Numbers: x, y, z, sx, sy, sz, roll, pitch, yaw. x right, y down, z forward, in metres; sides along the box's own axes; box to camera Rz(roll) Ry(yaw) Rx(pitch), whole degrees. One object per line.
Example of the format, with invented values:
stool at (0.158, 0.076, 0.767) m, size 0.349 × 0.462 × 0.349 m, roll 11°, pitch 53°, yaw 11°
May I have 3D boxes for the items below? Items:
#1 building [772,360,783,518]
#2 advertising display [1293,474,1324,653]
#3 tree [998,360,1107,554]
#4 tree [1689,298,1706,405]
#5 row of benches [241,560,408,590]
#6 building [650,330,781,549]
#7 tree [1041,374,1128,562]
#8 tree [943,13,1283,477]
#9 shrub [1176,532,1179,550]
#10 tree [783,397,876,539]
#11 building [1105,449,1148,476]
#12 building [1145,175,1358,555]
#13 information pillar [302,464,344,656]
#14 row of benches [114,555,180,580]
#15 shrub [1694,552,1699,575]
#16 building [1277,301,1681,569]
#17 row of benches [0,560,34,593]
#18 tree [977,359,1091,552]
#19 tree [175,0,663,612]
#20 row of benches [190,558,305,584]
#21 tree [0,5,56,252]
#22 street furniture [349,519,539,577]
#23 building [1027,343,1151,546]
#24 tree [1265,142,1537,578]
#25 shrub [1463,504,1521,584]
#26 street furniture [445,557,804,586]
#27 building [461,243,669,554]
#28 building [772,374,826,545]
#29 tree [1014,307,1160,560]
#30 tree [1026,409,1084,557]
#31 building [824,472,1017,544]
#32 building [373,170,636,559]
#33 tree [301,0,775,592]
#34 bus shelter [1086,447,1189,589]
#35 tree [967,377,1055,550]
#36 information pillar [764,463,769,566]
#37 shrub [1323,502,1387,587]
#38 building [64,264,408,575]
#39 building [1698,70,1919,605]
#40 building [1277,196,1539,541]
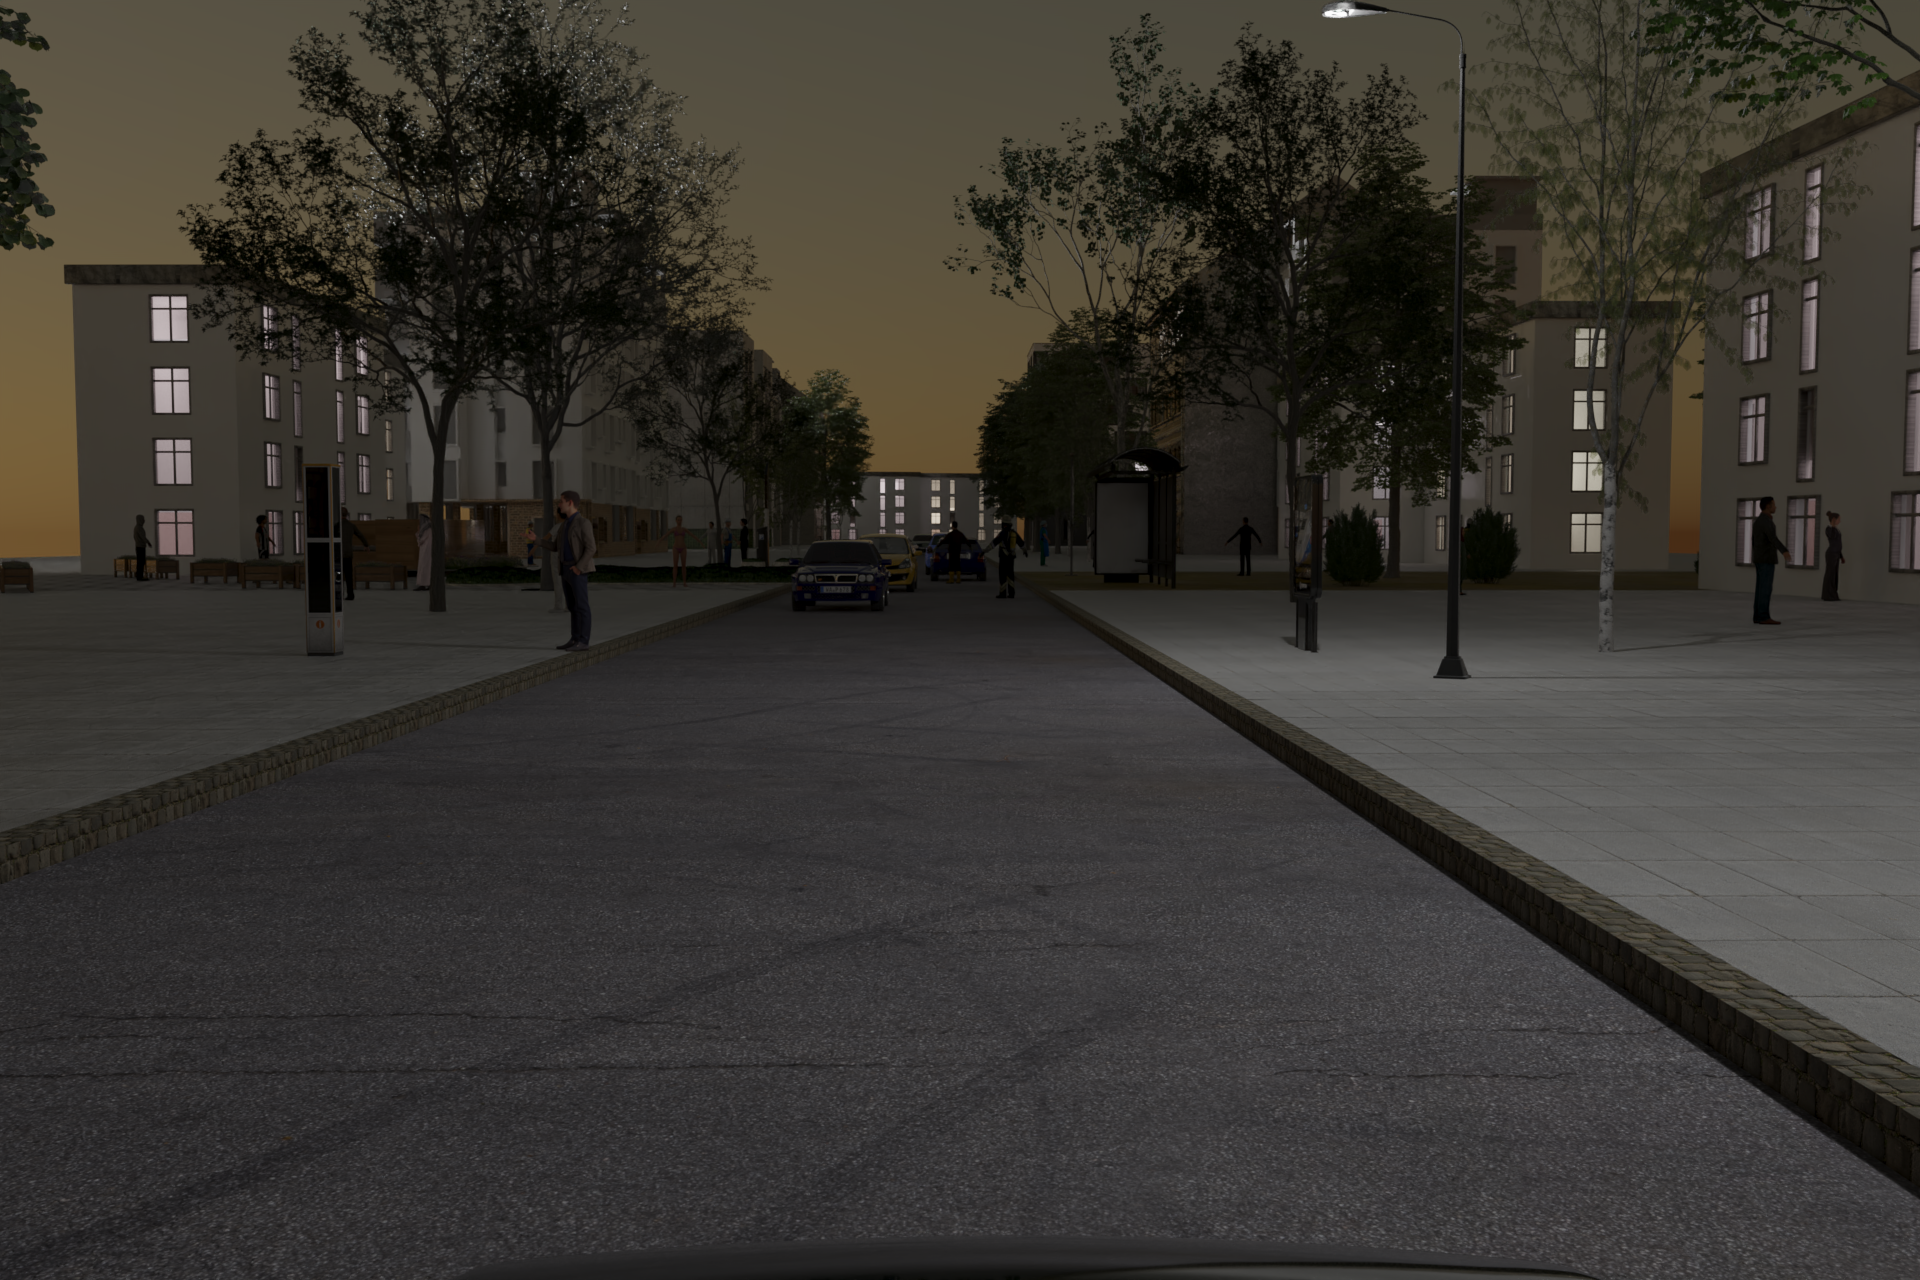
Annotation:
building at (-25.414, -20.190, 186.524) m, size 16.016 × 20.090 × 11.380 m, roll 0°, pitch 3°, yaw 0°
advertising display at (3.835, -0.851, 19.123) m, size 0.123 × 1.923 × 0.974 m, roll 0°, pitch 4°, yaw -1°
tree at (5.906, -11.830, 111.539) m, size 7.486 × 12.596 × 7.792 m, roll 0°, pitch 3°, yaw 0°
tree at (25.391, -8.160, 51.544) m, size 7.486 × 12.596 × 7.792 m, roll 0°, pitch 3°, yaw 0°
row of benches at (-14.933, -1.529, 40.465) m, size 4.104 × 0.672 × 1.422 m, roll 1°, pitch 4°, yaw 13°
building at (-27.214, -18.327, 166.097) m, size 16.747 × 18.905 × 31.486 m, roll 0°, pitch 4°, yaw 0°
tree at (6.016, -7.885, 79.289) m, size 4.360 × 8.622 × 3.978 m, roll 0°, pitch 3°, yaw 0°
tree at (5.727, -12.844, 65.892) m, size 12.611 × 20.169 × 13.585 m, roll 0°, pitch 3°, yaw 0°
shrub at (6.217, -3.152, 55.955) m, size 1.690 × 2.028 × 1.600 m, roll 0°, pitch 3°, yaw 0°
tree at (-9.914, -12.491, 129.982) m, size 9.928 × 11.665 × 9.643 m, roll 0°, pitch 3°, yaw 0°
building at (20.035, -13.890, 169.256) m, size 9.099 × 9.664 × 28.070 m, roll 0°, pitch 4°, yaw -1°
building at (22.919, -17.405, 115.504) m, size 19.493 × 23.208 × 18.063 m, roll 0°, pitch 4°, yaw 0°
information pillar at (-6.704, -0.841, 18.241) m, size 0.304 × 2.012 × 0.304 m, roll 0°, pitch 4°, yaw -1°
row of benches at (-23.704, -2.135, 50.364) m, size 1.422 × 0.672 × 4.104 m, roll -3°, pitch 5°, yaw -41°
shrub at (21.511, -2.353, 49.585) m, size 1.383 × 1.207 × 1.383 m, roll 0°, pitch 3°, yaw 0°
building at (21.215, -8.217, 76.500) m, size 9.099 × 9.664 × 28.070 m, roll 0°, pitch 4°, yaw -1°
row of benches at (-21.498, -1.466, 39.430) m, size 1.422 × 0.672 × 4.104 m, roll -2°, pitch 4°, yaw -29°
tree at (5.518, -13.297, 124.057) m, size 9.857 × 13.997 × 8.962 m, roll 0°, pitch 3°, yaw 0°
tree at (-8.680, -5.723, 27.982) m, size 8.767 × 10.594 × 7.601 m, roll 0°, pitch 4°, yaw 3°
row of benches at (-18.110, -1.800, 44.896) m, size 4.104 × 0.672 × 1.422 m, roll 1°, pitch 4°, yaw 13°
tree at (-8.607, -6.277, 9.279) m, size 9.857 × 13.997 × 8.962 m, roll 0°, pitch 3°, yaw 0°
street furniture at (-16.535, -2.947, 55.045) m, size 9.812 × 1.723 × 11.010 m, roll 0°, pitch 4°, yaw 1°
building at (21.612, -21.873, 201.597) m, size 27.936 × 21.610 × 32.646 m, roll 0°, pitch 4°, yaw -1°
tree at (12.757, -8.112, 50.757) m, size 7.486 × 12.596 × 7.792 m, roll 0°, pitch 3°, yaw 0°
shrub at (13.644, -2.500, 44.919) m, size 1.661 × 2.075 × 1.752 m, roll 0°, pitch 3°, yaw 0°
street furniture at (-8.302, -1.864, 46.096) m, size 10.072 × 0.657 × 5.734 m, roll 0°, pitch 4°, yaw -6°
building at (-25.671, -15.558, 110.786) m, size 16.016 × 20.090 × 11.380 m, roll 0°, pitch 4°, yaw -1°
building at (-26.385, -23.220, 210.570) m, size 19.493 × 23.208 × 18.063 m, roll 0°, pitch 4°, yaw -1°
tree at (6.179, -10.340, 87.189) m, size 7.486 × 12.596 × 7.792 m, roll 0°, pitch 3°, yaw 0°
tree at (6.416, -9.074, 98.718) m, size 4.360 × 8.622 × 3.978 m, roll 0°, pitch 3°, yaw 0°
building at (-6.036, -17.702, 234.031) m, size 28.070 × 9.664 × 9.099 m, roll -1°, pitch 4°, yaw -9°
building at (-24.325, -14.370, 91.368) m, size 16.016 × 20.090 × 11.380 m, roll 0°, pitch 4°, yaw -1°
tree at (-9.239, -7.844, 38.623) m, size 12.009 × 13.543 × 11.850 m, roll 0°, pitch 3°, yaw 0°
bus shelter at (4.306, -3.000, 42.976) m, size 2.014 × 3.302 × 5.546 m, roll 0°, pitch 4°, yaw 0°
tree at (5.172, -14.041, 136.225) m, size 9.857 × 13.997 × 8.962 m, roll 0°, pitch 3°, yaw 0°
information pillar at (-6.322, -3.998, 56.723) m, size 0.183 × 3.616 × 0.504 m, roll 0°, pitch 4°, yaw 1°
shrub at (9.702, -2.354, 42.528) m, size 1.661 × 2.075 × 1.752 m, roll 0°, pitch 3°, yaw 0°
building at (-26.975, -7.704, 68.107) m, size 9.099 × 9.664 × 28.070 m, roll 0°, pitch 4°, yaw 0°
building at (21.905, -5.164, 26.572) m, size 9.099 × 9.664 × 28.070 m, roll 0°, pitch 4°, yaw -1°
building at (24.402, -15.123, 103.675) m, size 16.016 × 20.090 × 11.380 m, roll 0°, pitch 3°, yaw 0°
